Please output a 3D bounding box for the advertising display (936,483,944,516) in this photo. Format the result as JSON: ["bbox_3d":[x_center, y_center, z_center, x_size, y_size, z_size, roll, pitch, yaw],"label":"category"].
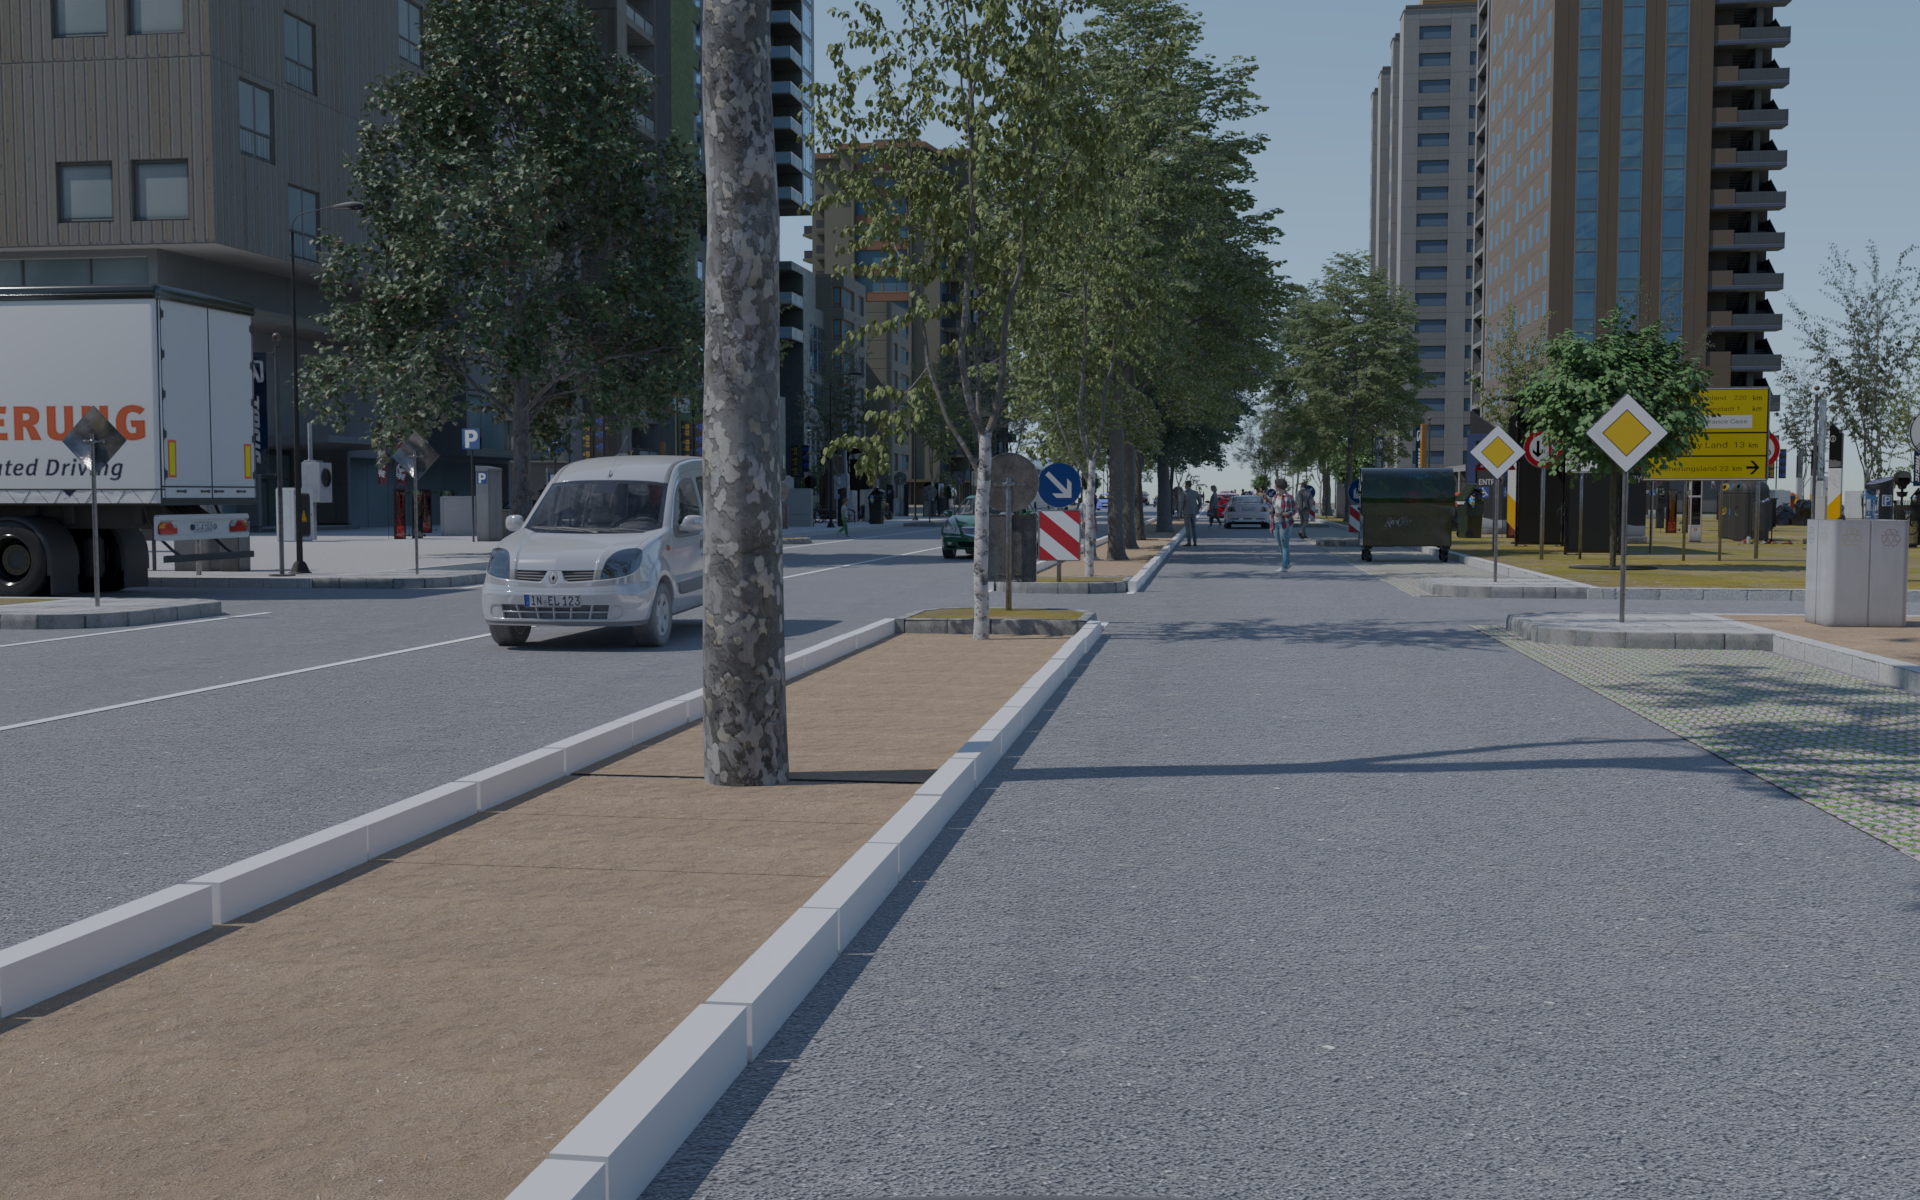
[{"bbox_3d":[-1.106,-5.670,97.911,0.123,1.923,0.974,1,4,20],"label":"advertising display"}]

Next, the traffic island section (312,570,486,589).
[{"bbox_3d":[-8.696,-0.330,27.677,2.009,0.180,2.903,1,4,8],"label":"traffic island section"}]

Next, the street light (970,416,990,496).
[{"bbox_3d":[1.183,-8.016,103.603,1.470,5.913,1.316,1,4,8],"label":"street light"}]

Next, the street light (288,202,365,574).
[{"bbox_3d":[-10.143,-3.377,27.757,1.470,5.913,1.316,1,4,8],"label":"street light"}]

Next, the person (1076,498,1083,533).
[{"bbox_3d":[4.445,-3.144,64.169,0.640,1.303,0.475,2,4,28],"label":"person"}]

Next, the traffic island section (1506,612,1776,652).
[{"bbox_3d":[6.641,0.303,17.329,2.009,0.180,2.903,1,4,8],"label":"traffic island section"}]

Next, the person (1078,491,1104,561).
[{"bbox_3d":[2.772,-1.582,36.955,0.523,1.515,0.503,2,4,28],"label":"person"}]

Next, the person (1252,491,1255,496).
[{"bbox_3d":[36.347,-12.623,214.752,0.709,1.838,0.599,2,4,24],"label":"person"}]

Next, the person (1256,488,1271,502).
[{"bbox_3d":[17.872,-5.763,102.742,1.348,1.823,0.705,2,4,35],"label":"person"}]

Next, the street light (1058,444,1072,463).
[{"bbox_3d":[9.711,-11.541,161.232,1.470,5.913,1.316,1,4,8],"label":"street light"}]

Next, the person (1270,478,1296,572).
[{"bbox_3d":[5.951,-1.374,31.796,0.643,1.720,0.563,-2,4,-30],"label":"person"}]

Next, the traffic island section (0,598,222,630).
[{"bbox_3d":[-9.869,0.153,19.778,2.009,0.180,2.903,1,4,8],"label":"traffic island section"}]

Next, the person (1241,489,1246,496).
[{"bbox_3d":[20.282,-7.080,124.353,0.705,1.812,1.348,-1,4,-13],"label":"person"}]

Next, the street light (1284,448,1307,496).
[{"bbox_3d":[23.143,-8.920,118.388,1.470,5.913,1.316,1,4,8],"label":"street light"}]

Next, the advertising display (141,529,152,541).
[{"bbox_3d":[-22.270,-2.585,47.484,0.974,1.923,0.123,-1,4,-13],"label":"advertising display"}]

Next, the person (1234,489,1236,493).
[{"bbox_3d":[18.199,-6.455,114.593,0.990,1.755,0.434,2,4,24],"label":"person"}]

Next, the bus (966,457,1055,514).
[{"bbox_3d":[2.607,-5.331,82.025,2.948,3.499,13.247,1,4,9],"label":"bus"}]

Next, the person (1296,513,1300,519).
[{"bbox_3d":[19.366,-5.258,98.741,0.394,1.301,0.425,3,5,42],"label":"person"}]

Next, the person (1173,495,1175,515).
[{"bbox_3d":[14.248,-6.598,116.470,1.348,1.812,0.705,0,4,4],"label":"person"}]

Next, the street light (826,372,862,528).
[{"bbox_3d":[-4.409,-5.718,66.031,1.470,5.913,1.316,1,4,8],"label":"street light"}]

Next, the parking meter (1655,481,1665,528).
[{"bbox_3d":[26.210,-3.615,64.816,0.255,1.863,0.399,1,4,12],"label":"parking meter"}]

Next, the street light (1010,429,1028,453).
[{"bbox_3d":[4.092,-9.198,122.923,1.470,5.913,1.316,1,4,8],"label":"street light"}]

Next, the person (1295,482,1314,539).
[{"bbox_3d":[10.985,-2.852,55.235,0.679,1.850,0.850,3,4,36],"label":"person"}]

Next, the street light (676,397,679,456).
[{"bbox_3d":[-7.190,-4.568,47.222,1.470,5.913,1.316,1,4,8],"label":"street light"}]

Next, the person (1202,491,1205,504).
[{"bbox_3d":[35.503,-14.936,252.795,0.705,1.812,1.348,0,4,-3],"label":"person"}]

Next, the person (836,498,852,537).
[{"bbox_3d":[-3.862,-2.738,57.511,0.590,1.304,0.306,-2,4,-33],"label":"person"}]

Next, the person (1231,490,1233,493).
[{"bbox_3d":[21.603,-7.872,137.999,1.217,1.735,0.721,2,4,34],"label":"person"}]

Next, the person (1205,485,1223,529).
[{"bbox_3d":[10.312,-3.764,70.217,0.728,1.800,0.709,1,4,10],"label":"person"}]

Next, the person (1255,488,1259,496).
[{"bbox_3d":[19.720,-6.487,114.653,0.705,1.812,1.348,0,4,2],"label":"person"}]

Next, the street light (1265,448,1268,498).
[{"bbox_3d":[31.533,-12.381,174.967,1.470,5.913,1.316,1,4,8],"label":"street light"}]

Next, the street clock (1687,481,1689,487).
[{"bbox_3d":[28.715,-3.878,67.970,0.471,2.002,0.358,-2,4,-27],"label":"street clock"}]

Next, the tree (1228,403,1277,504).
[{"bbox_3d":[39.684,-19.203,224.335,12.009,13.543,11.850,0,3,0],"label":"tree"}]

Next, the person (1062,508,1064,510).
[{"bbox_3d":[5.669,-5.356,96.275,0.606,1.804,0.583,1,4,22],"label":"person"}]

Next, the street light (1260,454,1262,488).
[{"bbox_3d":[35.173,-13.877,199.421,1.470,5.913,1.316,1,4,8],"label":"street light"}]

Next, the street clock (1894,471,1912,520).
[{"bbox_3d":[29.335,-3.020,53.947,0.471,2.002,0.358,0,4,-7],"label":"street clock"}]

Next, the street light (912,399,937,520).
[{"bbox_3d":[-1.664,-6.869,84.845,1.470,5.913,1.316,1,4,8],"label":"street light"}]

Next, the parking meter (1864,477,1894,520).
[{"bbox_3d":[13.483,-1.041,25.432,0.372,1.533,0.369,0,3,0],"label":"parking meter"}]

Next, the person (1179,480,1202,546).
[{"bbox_3d":[6.319,-2.383,47.569,0.635,1.810,0.391,-2,4,-29],"label":"person"}]

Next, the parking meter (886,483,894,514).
[{"bbox_3d":[-3.836,-5.477,95.266,0.399,1.863,0.255,0,4,8],"label":"parking meter"}]

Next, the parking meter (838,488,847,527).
[{"bbox_3d":[-4.656,-3.676,68.506,0.372,1.533,0.369,0,3,0],"label":"parking meter"}]

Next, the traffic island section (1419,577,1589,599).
[{"bbox_3d":[7.814,-0.180,25.228,2.009,0.180,2.903,1,4,8],"label":"traffic island section"}]

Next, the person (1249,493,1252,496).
[{"bbox_3d":[15.396,-4.935,91.787,0.523,1.515,0.503,2,4,35],"label":"person"}]

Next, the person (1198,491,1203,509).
[{"bbox_3d":[22.832,-9.497,164.695,0.541,1.710,0.530,1,4,22],"label":"person"}]

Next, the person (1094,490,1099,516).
[{"bbox_3d":[9.115,-6.521,115.796,0.721,1.739,1.217,0,4,-6],"label":"person"}]

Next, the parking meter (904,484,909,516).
[{"bbox_3d":[-3.118,-5.788,100.340,0.255,1.863,0.399,-1,4,-8],"label":"parking meter"}]

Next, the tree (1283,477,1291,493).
[{"bbox_3d":[35.711,-11.998,190.773,1.663,3.219,1.824,0,3,0],"label":"tree"}]

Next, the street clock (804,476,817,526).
[{"bbox_3d":[-5.962,-3.954,69.211,0.471,2.002,0.358,2,4,28],"label":"street clock"}]

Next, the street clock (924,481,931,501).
[{"bbox_3d":[-1.820,-5.782,99.104,0.471,2.002,0.358,-1,4,-13],"label":"street clock"}]

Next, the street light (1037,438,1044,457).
[{"bbox_3d":[6.867,-10.348,141.733,1.470,5.913,1.316,1,4,8],"label":"street light"}]

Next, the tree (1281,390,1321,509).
[{"bbox_3d":[28.407,-12.857,144.627,7.601,10.594,8.767,1,4,19],"label":"tree"}]

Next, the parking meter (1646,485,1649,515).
[{"bbox_3d":[38.316,-5.551,96.475,0.399,1.863,0.255,2,4,31],"label":"parking meter"}]

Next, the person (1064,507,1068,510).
[{"bbox_3d":[6.867,-6.140,112.151,1.065,1.426,0.557,-2,4,-30],"label":"person"}]

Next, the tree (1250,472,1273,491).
[{"bbox_3d":[42.879,-16.031,245.816,4.285,4.588,4.351,0,3,0],"label":"tree"}]
